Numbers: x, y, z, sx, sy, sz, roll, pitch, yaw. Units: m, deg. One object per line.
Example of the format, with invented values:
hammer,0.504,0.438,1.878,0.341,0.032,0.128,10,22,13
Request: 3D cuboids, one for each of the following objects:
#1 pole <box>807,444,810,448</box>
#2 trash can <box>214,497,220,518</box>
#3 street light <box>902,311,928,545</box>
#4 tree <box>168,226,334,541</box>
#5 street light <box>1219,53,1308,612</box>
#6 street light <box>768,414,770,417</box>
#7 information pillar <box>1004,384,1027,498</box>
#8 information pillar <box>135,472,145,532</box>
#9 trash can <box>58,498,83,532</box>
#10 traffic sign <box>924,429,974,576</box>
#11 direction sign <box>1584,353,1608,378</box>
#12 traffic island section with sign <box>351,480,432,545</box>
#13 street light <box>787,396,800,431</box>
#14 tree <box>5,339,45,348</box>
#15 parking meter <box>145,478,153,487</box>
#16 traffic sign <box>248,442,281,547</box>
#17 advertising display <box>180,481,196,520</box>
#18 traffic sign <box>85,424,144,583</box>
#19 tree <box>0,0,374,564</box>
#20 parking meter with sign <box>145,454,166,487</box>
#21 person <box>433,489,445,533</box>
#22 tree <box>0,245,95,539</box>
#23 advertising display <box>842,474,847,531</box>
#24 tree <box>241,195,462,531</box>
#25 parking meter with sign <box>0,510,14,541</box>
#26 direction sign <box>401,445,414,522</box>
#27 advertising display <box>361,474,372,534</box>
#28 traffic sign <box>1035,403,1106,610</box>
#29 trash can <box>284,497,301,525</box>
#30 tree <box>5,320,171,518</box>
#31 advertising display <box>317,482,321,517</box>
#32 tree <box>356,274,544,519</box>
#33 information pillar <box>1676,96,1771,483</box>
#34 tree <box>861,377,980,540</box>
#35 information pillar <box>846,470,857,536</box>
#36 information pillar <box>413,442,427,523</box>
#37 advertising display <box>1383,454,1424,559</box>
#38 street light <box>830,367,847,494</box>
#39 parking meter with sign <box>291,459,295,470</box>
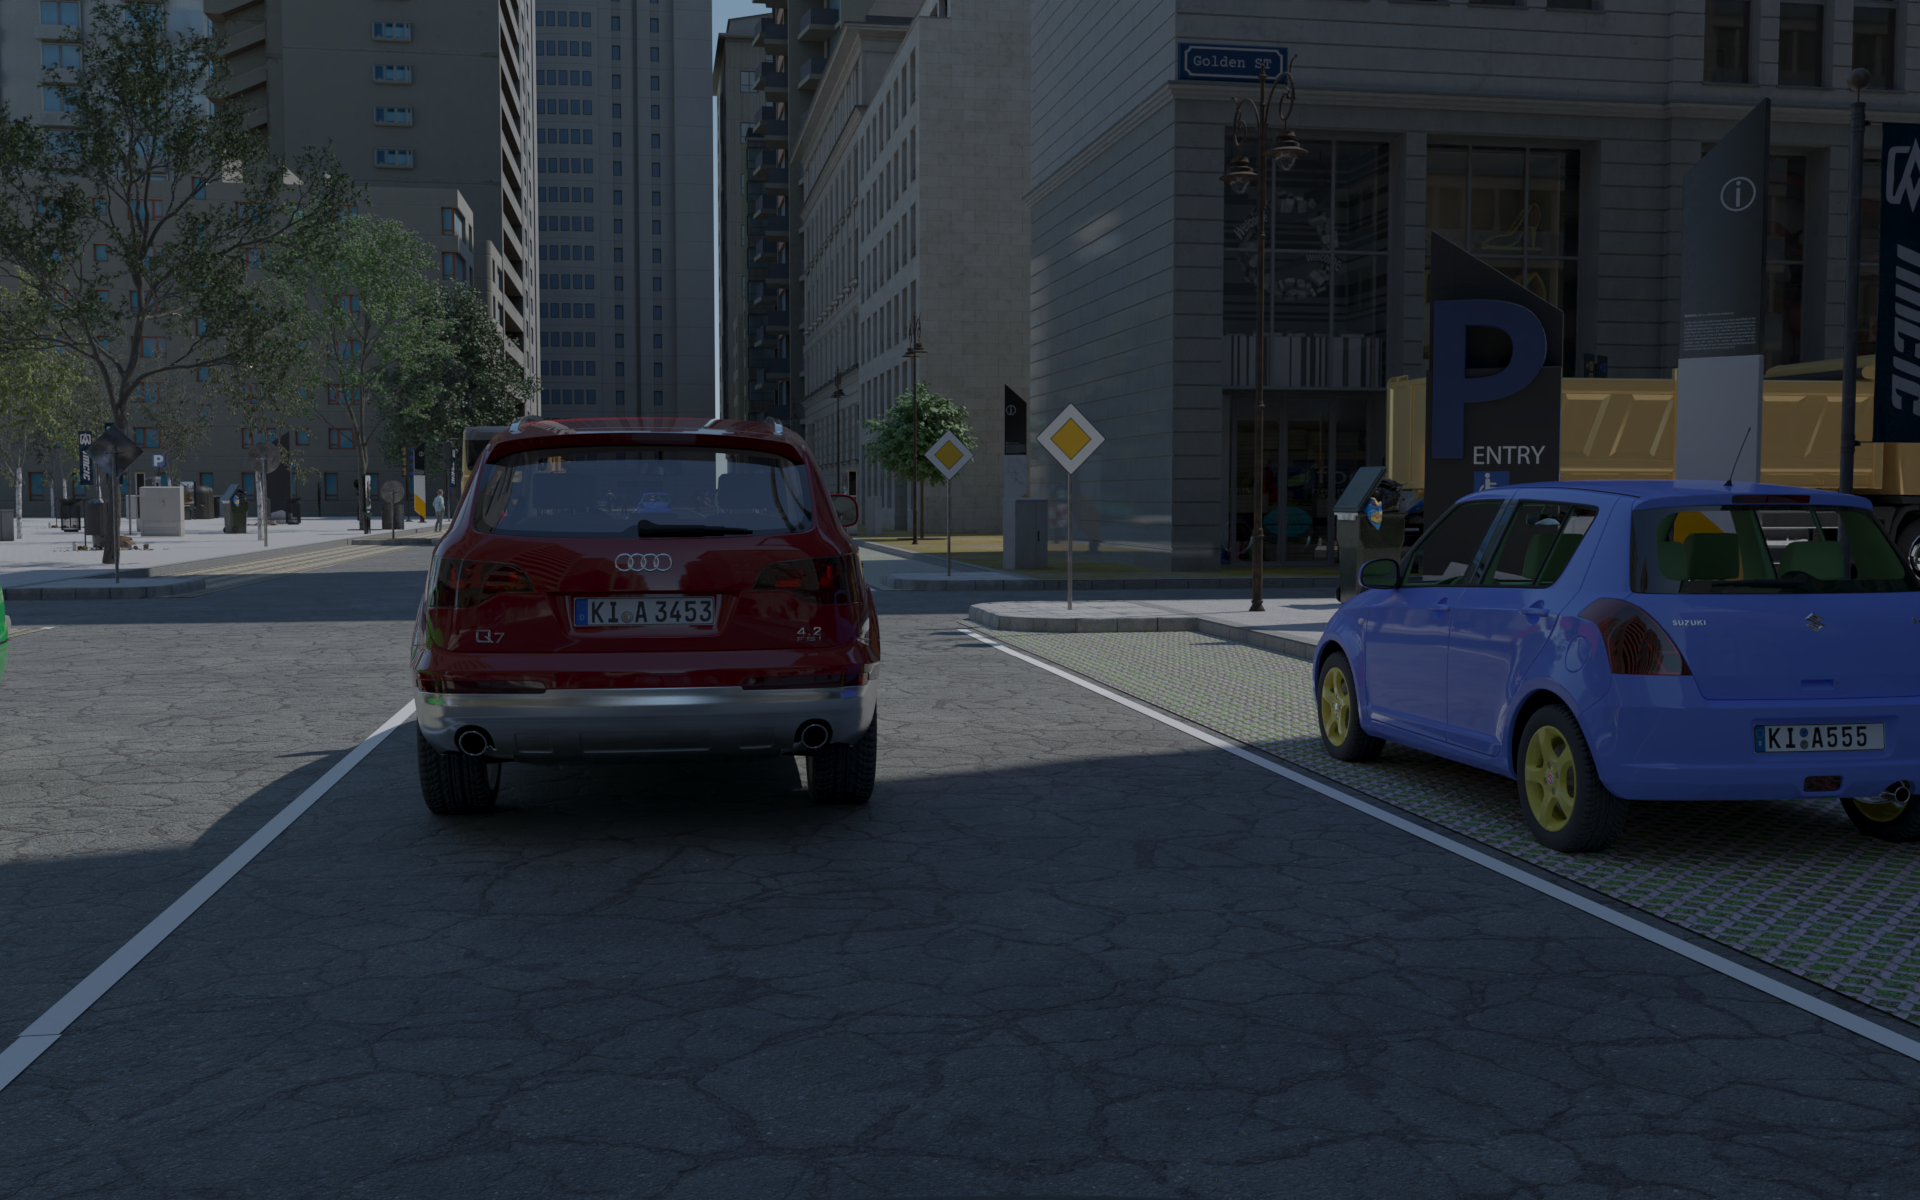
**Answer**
pole,-6.268,-4.732,71.204,0.158,3.312,0.155,0,3,0
trash can,-39.433,-4.884,91.505,0.748,1.137,0.748,0,3,0
street light,-1.144,-4.351,43.922,0.468,5.910,1.993,-1,4,-10
tree,-19.241,-5.936,47.424,4.360,8.622,3.978,0,3,0
street light,3.252,-2.813,18.786,0.468,5.910,1.993,-1,4,-10
street light,-11.110,-7.814,100.541,0.468,5.910,1.993,-1,4,-10
information pillar,1.164,-2.778,36.778,0.504,3.616,0.183,0,4,2
information pillar,-27.814,-3.322,58.803,0.304,2.012,0.304,-2,4,-27
trash can,-29.954,-2.855,58.332,0.748,1.137,0.748,0,3,0
traffic sign,-0.176,-1.427,26.979,0.795,2.450,0.064,-1,4,-10
direction sign,10.324,-2.215,28.219,0.379,3.537,0.876,3,5,42
traffic island section with sign,-16.125,-2.484,49.239,1.989,1.847,2.006,-1,4,-10
street light,-7.839,-6.659,81.659,0.468,5.910,1.993,-1,4,-10
tree,-42.867,-7.691,76.110,4.360,8.622,3.978,0,3,0
parking meter,-29.415,-3.481,62.625,0.255,1.863,0.399,3,4,39
traffic sign,-16.919,-2.571,42.145,0.768,2.556,0.104,0,4,-5
advertising display,-38.235,-4.921,85.675,0.974,1.923,0.123,1,4,16
traffic sign,-12.139,-1.300,24.895,0.795,2.450,0.064,-1,4,-10
tree,-15.307,-5.929,31.356,7.601,10.594,8.767,2,4,25
parking meter with sign,-35.138,-4.838,75.369,0.543,3.016,1.738,0,4,-5
person,-19.250,-3.291,64.115,0.330,1.601,0.589,-3,5,-44
tree,-26.971,-6.067,49.554,4.737,8.622,4.395,0,3,0
advertising display,-3.632,-3.068,55.372,0.123,1.923,0.974,-1,4,-11
tree,-21.125,-8.261,60.821,9.928,11.665,9.643,0,3,0
parking meter with sign,-26.342,-3.066,46.392,0.543,3.016,1.738,2,4,33
direction sign,-25.440,-5.373,79.850,0.876,3.537,0.379,2,4,33
advertising display,-19.059,-3.085,55.649,0.123,1.923,0.974,-1,4,-9
traffic sign,1.213,-0.946,19.116,0.795,2.450,0.064,-1,4,-10
trash can,-27.864,-3.713,72.365,0.748,1.137,0.748,0,3,0
tree,-34.527,-7.257,69.013,4.360,8.622,3.978,0,3,0
advertising display,-35.659,-5.578,96.415,0.123,1.923,0.974,-1,4,-17
tree,-26.670,-10.638,90.938,9.611,12.733,9.660,0,3,0
information pillar,4.607,-1.169,10.470,0.504,3.616,0.183,3,5,41
tree,-0.995,-3.978,48.758,4.285,4.588,4.351,0,3,0
information pillar,-3.336,-2.994,53.436,0.304,2.012,0.304,-1,4,-12
information pillar,-24.075,-5.250,77.186,0.504,3.616,0.183,-3,5,-40
advertising display,7.225,-1.388,27.902,0.974,1.923,0.123,-2,4,-24
street light,-4.415,-5.506,62.804,0.468,5.910,1.993,-1,4,-10
parking meter with sign,-33.260,-5.425,84.955,0.543,3.016,1.738,0,4,5
